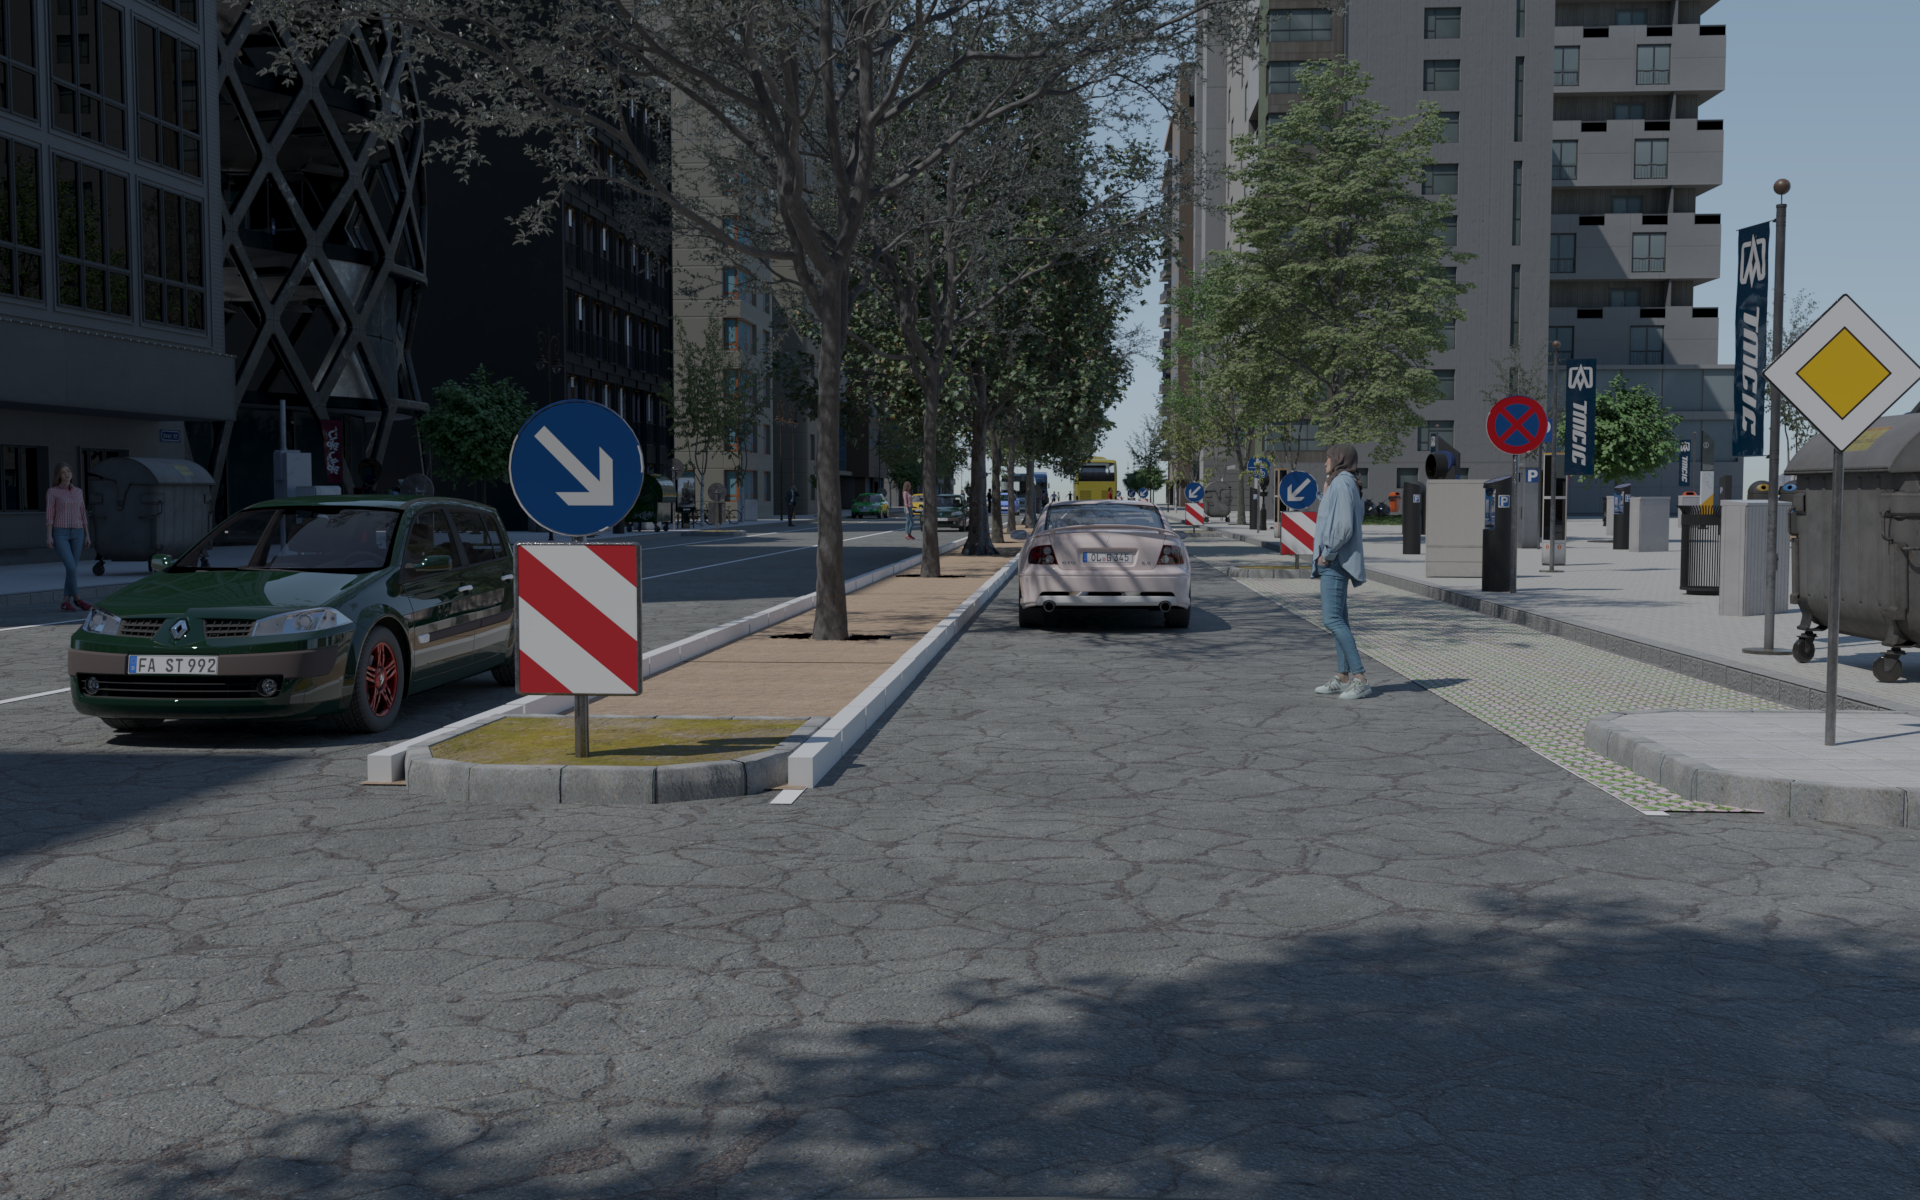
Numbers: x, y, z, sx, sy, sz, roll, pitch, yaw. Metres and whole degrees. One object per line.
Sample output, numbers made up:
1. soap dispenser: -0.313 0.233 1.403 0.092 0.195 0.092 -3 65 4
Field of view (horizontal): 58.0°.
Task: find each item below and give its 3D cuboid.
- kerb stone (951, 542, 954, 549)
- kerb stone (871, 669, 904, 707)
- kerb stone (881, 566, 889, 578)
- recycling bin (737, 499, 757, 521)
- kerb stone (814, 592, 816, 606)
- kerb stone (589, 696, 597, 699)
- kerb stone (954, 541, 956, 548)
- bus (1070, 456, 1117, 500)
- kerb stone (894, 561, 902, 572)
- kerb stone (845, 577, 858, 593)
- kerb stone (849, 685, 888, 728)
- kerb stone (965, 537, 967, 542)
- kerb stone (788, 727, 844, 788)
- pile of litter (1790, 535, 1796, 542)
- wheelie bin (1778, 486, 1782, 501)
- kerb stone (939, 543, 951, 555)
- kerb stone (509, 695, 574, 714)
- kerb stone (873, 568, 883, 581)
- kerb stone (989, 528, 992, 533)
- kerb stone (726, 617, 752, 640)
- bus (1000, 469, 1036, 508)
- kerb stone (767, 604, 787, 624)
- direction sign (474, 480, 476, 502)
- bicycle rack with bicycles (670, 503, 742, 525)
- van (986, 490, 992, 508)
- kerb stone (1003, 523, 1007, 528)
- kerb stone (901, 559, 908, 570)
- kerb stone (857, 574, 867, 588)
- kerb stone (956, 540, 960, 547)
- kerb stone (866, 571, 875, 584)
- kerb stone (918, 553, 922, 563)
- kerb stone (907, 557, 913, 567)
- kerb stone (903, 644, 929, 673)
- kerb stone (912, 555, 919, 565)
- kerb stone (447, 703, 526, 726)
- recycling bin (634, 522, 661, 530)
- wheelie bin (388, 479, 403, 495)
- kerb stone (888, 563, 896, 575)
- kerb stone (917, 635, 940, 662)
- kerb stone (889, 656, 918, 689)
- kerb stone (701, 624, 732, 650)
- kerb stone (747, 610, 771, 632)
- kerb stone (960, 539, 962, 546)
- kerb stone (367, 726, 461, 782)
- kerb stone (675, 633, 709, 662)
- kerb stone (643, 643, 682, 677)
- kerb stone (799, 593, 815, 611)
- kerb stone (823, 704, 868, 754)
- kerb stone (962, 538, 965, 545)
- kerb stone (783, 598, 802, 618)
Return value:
1. kerb stone: -0.318 -1.318 43.821 0.120 0.150 1.000 0 4 4
2. kerb stone: -0.517 0.624 12.005 0.120 0.150 1.000 0 4 4
3. kerb stone: -1.361 -0.447 29.497 0.120 0.150 1.000 0 4 4
4. recycling bin: -10.048 -4.236 81.814 0.722 1.027 0.722 -2 4 -35
5. kerb stone: -1.871 -0.005 22.340 0.120 0.150 1.000 0 4 4
6. kerb stone: -2.617 0.616 12.123 0.120 0.150 1.000 0 4 4
7. kerb stone: -0.253 -1.384 44.840 0.120 0.150 1.000 0 4 4
8. bus: 8.647 -7.371 112.068 2.896 3.916 12.252 0 4 3
9. kerb stone: -1.207 -0.571 31.536 0.120 0.150 1.000 0 4 4
10. kerb stone: -1.656 -0.196 25.402 0.120 0.150 1.000 0 4 4
11. kerb stone: -0.591 0.686 10.986 0.120 0.150 1.000 0 4 4
12. kerb stone: 0.046 -1.630 48.940 0.120 0.150 1.000 0 4 4
13. kerb stone: -0.741 0.811 8.937 0.120 0.150 1.000 0 4 4
14. pile of litter: 21.934 -1.996 46.600 1.719 0.858 1.176 0 4 1
15. wheelie bin: 31.469 -3.538 65.755 0.980 1.594 0.693 0 4 6
16. kerb stone: -0.393 -1.259 42.801 0.120 0.150 1.000 0 4 4
17. kerb stone: -2.684 0.679 11.101 0.120 0.150 1.000 0 4 4
18. kerb stone: -1.427 -0.384 28.477 0.120 0.150 1.000 0 4 4
19. kerb stone: 1.309 -2.698 66.328 0.120 0.150 1.000 0 4 4
20. kerb stone: -2.254 0.305 17.232 0.120 0.150 1.000 0 4 4
21. bus: 5.060 -9.415 148.789 2.948 3.499 13.247 0 4 4
22. kerb stone: -2.094 0.182 19.270 0.120 0.150 1.000 0 4 4
23. direction sign: -15.451 -3.862 55.142 0.876 3.537 0.379 1 4 9
24. bicycle rack with bicycles: -10.836 -3.623 72.617 2.925 0.926 2.852 0 4 6
25. van: 3.432 -10.379 176.702 2.013 2.044 4.112 0 4 6
26. kerb stone: 2.120 -3.386 77.587 0.120 0.150 1.000 0 4 4
27. kerb stone: -1.128 -0.627 32.555 0.120 0.150 1.000 0 4 4
28. kerb stone: -1.575 -0.258 26.420 0.120 0.150 1.000 0 4 4
29. kerb stone: -0.174 -1.447 45.869 0.120 0.150 1.000 0 4 4
30. kerb stone: -1.509 -0.321 27.441 0.120 0.150 1.000 0 4 4
31. kerb stone: -0.918 -0.822 35.631 0.120 0.150 1.000 0 4 4
32. kerb stone: -1.065 -0.695 33.577 0.120 0.150 1.000 0 4 4
33. kerb stone: -0.376 0.498 14.050 0.120 0.150 1.000 0 4 4
34. kerb stone: -0.985 -0.756 34.602 0.120 0.150 1.000 0 4 4
35. kerb stone: -2.762 0.747 10.080 0.120 0.150 1.000 0 4 4
36. recycling bin: -11.104 -2.994 61.504 0.722 1.027 0.722 3 5 39
37. wheelie bin: -12.009 -1.818 37.635 0.693 1.594 0.980 1 4 20
38. kerb stone: -1.292 -0.505 30.518 0.120 0.150 1.000 0 4 4
39. kerb stone: -0.302 0.440 15.070 0.120 0.150 1.000 0 4 4
40. kerb stone: -0.443 0.562 13.027 0.120 0.150 1.000 0 4 4
41. kerb stone: -2.323 0.366 16.212 0.120 0.150 1.000 0 4 4
42. kerb stone: -2.172 0.245 18.251 0.120 0.150 1.000 0 4 4
43. kerb stone: -0.100 -1.510 46.897 0.120 0.150 1.000 0 4 4
44. kerb stone: -2.832 0.812 9.056 0.120 0.150 1.000 0 4 4
45. kerb stone: -2.395 0.431 15.193 0.120 0.150 1.000 0 4 4
46. kerb stone: -2.468 0.492 14.162 0.120 0.150 1.000 0 4 4
47. kerb stone: -1.952 0.054 21.310 0.120 0.150 1.000 0 4 4
48. kerb stone: -0.667 0.748 9.965 0.120 0.150 1.000 0 4 4
49. kerb stone: -0.031 -1.573 47.917 0.120 0.150 1.000 0 4 4
50. kerb stone: -2.019 0.117 20.290 0.120 0.150 1.000 0 4 4
